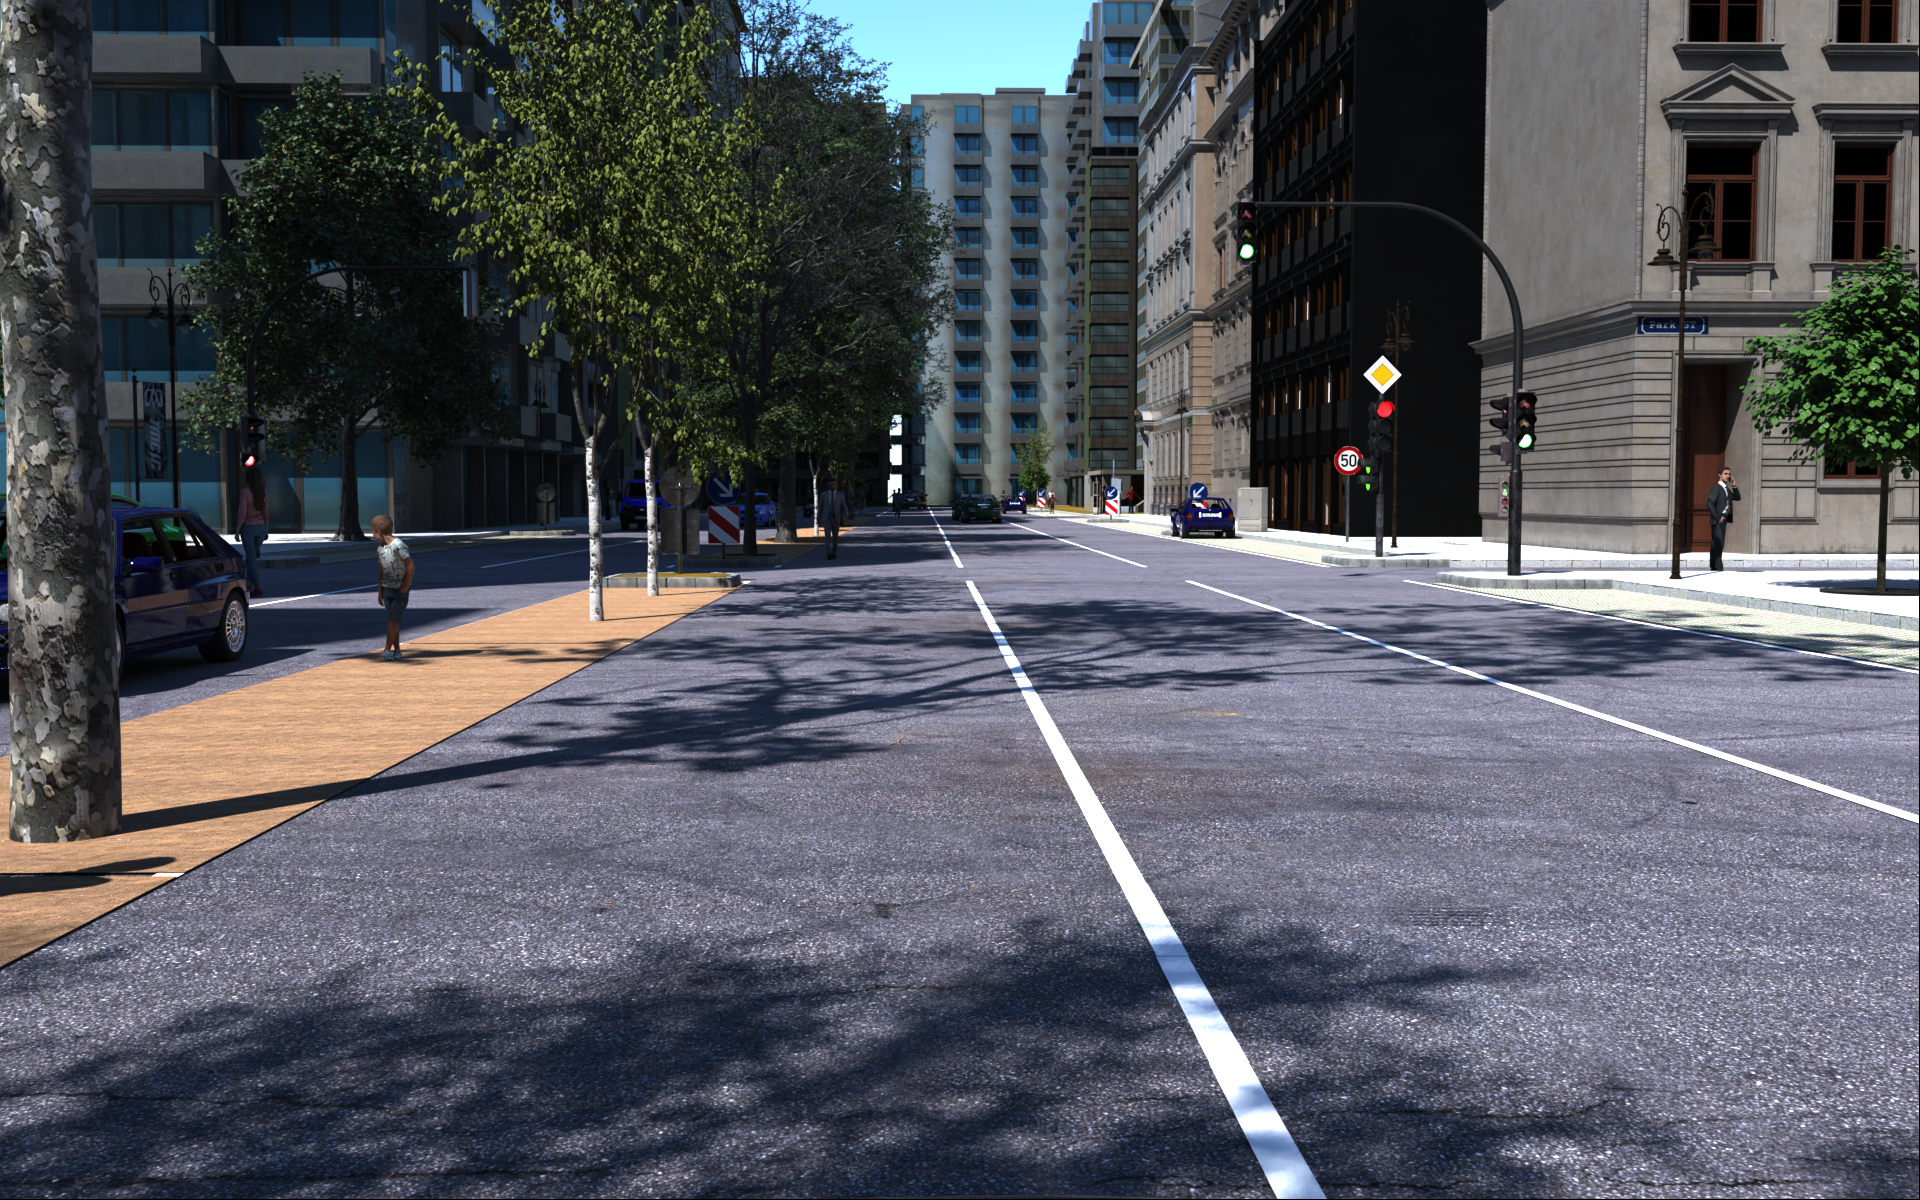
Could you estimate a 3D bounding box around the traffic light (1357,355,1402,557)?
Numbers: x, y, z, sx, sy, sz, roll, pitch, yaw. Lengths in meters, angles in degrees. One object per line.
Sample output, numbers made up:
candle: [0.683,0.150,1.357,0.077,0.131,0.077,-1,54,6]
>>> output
traffic light: [8.517,-2.828,35.158,0.839,4.253,0.868,0,4,-1]

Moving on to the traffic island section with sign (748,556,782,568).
traffic island section with sign: [-4.649,-1.621,34.640,2.006,1.907,1.989,0,4,-1]

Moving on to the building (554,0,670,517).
building: [-27.665,-26.456,116.154,14.154,41.232,14.086,0,4,-1]

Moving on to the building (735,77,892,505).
building: [-19.036,-35.572,205.302,21.600,48.544,21.300,0,4,-1]

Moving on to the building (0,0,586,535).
building: [-28.059,-27.353,66.832,23.786,49.044,30.456,0,4,-1]

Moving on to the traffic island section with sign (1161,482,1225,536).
traffic island section with sign: [8.020,-3.135,59.885,1.989,1.847,2.006,0,4,-1]

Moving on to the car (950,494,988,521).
car: [0.548,-5.050,94.359,2.131,1.459,4.920,0,4,-3]

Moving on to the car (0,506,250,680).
car: [-7.001,-0.057,13.519,1.945,1.354,3.894,0,4,-3]

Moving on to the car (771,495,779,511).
car: [-13.560,-7.195,130.225,1.945,1.354,3.894,0,3,0]

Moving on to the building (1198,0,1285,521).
building: [19.420,-17.803,78.474,14.401,28.519,23.554,0,4,-1]

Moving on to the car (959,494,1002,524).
car: [1.042,-4.515,85.622,2.131,1.459,4.920,0,4,-3]

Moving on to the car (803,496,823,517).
car: [-8.731,-5.786,107.177,1.945,1.354,3.894,0,4,-1]

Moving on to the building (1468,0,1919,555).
building: [23.903,-12.543,41.242,21.152,22.565,11.583,0,4,-1]

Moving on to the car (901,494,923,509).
car: [-4.573,-9.222,162.575,2.131,1.459,4.920,0,4,1]

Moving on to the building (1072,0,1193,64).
building: [21.961,-33.597,168.925,23.786,49.044,30.456,0,4,-1]

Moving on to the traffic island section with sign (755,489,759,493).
traffic island section with sign: [-16.121,-7.822,136.516,1.989,1.847,2.006,0,4,-1]

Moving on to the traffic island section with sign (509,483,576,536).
traffic island section with sign: [-14.408,-3.144,60.028,1.989,1.847,2.006,0,4,-1]

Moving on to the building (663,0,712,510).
building: [-31.083,-31.244,134.545,21.300,48.544,21.600,0,4,-1]

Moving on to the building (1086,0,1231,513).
building: [26.086,-26.638,127.404,32.217,40.220,23.993,0,4,-1]

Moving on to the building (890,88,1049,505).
building: [6.959,-35.928,207.031,30.456,49.044,23.786,0,4,-1]

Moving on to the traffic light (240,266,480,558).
traffic light: [-12.048,-3.673,34.720,4.771,5.953,1.251,0,4,-1]

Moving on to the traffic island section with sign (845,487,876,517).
traffic island section with sign: [-6.333,-6.216,109.760,2.006,1.907,1.989,0,4,-1]

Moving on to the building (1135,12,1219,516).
building: [18.179,-19.238,100.442,13.634,28.700,20.117,0,4,-1]

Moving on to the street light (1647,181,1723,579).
street light: [10.802,-3.252,25.963,0.468,5.910,1.993,0,4,-1]

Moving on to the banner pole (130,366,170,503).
banner pole: [-15.943,-2.691,34.012,0.401,3.779,0.863,2,4,35]

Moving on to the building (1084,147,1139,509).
building: [17.429,-22.963,147.146,14.160,30.474,14.107,0,4,-1]

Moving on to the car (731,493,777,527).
car: [-9.125,-4.104,76.688,1.945,1.707,3.694,0,4,0]

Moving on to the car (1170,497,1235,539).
car: [7.909,-2.692,56.600,1.945,1.354,3.894,0,3,0]

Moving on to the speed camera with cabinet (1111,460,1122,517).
speed camera with cabinet: [8.966,-6.427,99.421,0.660,3.252,2.038,1,4,9]

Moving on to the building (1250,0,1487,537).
building: [17.578,-14.021,58.928,12.332,23.373,15.834,0,4,-1]

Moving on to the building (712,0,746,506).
building: [-35.602,-35.442,168.708,27.495,52.752,28.713,0,4,-1]

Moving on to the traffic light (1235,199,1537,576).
traffic light: [6.606,-3.200,26.987,4.771,5.953,1.251,0,4,-1]

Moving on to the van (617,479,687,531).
van: [-12.319,-3.988,69.587,2.240,2.365,5.245,0,3,0]

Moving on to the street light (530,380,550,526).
street light: [-16.949,-5.948,70.035,0.468,5.910,1.993,0,4,-1]

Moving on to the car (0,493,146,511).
car: [-10.873,-0.718,20.531,1.959,1.807,4.718,0,4,0]

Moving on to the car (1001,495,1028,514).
car: [3.927,-6.881,125.088,1.945,1.354,3.894,0,4,1]

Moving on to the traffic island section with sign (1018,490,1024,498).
traffic island section with sign: [5.694,-9.505,164.031,1.989,1.847,2.006,0,4,-1]

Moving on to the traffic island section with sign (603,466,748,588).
traffic island section with sign: [-4.493,-1.168,27.234,2.006,1.907,1.989,0,4,-1]

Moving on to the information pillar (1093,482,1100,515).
information pillar: [8.464,-6.299,107.481,0.304,2.012,0.304,2,4,33]

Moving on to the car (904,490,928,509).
car: [-4.293,-9.773,168.460,2.281,1.827,5.304,0,4,0]

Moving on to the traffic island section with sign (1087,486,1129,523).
traffic island section with sign: [7.410,-4.794,87.009,1.989,1.847,2.006,0,4,-1]

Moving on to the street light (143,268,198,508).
street light: [-16.156,-3.841,35.581,0.468,5.910,1.993,0,4,-1]

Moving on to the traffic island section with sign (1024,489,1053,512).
traffic island section with sign: [6.292,-7.857,137.083,1.989,1.847,2.006,0,4,-1]
